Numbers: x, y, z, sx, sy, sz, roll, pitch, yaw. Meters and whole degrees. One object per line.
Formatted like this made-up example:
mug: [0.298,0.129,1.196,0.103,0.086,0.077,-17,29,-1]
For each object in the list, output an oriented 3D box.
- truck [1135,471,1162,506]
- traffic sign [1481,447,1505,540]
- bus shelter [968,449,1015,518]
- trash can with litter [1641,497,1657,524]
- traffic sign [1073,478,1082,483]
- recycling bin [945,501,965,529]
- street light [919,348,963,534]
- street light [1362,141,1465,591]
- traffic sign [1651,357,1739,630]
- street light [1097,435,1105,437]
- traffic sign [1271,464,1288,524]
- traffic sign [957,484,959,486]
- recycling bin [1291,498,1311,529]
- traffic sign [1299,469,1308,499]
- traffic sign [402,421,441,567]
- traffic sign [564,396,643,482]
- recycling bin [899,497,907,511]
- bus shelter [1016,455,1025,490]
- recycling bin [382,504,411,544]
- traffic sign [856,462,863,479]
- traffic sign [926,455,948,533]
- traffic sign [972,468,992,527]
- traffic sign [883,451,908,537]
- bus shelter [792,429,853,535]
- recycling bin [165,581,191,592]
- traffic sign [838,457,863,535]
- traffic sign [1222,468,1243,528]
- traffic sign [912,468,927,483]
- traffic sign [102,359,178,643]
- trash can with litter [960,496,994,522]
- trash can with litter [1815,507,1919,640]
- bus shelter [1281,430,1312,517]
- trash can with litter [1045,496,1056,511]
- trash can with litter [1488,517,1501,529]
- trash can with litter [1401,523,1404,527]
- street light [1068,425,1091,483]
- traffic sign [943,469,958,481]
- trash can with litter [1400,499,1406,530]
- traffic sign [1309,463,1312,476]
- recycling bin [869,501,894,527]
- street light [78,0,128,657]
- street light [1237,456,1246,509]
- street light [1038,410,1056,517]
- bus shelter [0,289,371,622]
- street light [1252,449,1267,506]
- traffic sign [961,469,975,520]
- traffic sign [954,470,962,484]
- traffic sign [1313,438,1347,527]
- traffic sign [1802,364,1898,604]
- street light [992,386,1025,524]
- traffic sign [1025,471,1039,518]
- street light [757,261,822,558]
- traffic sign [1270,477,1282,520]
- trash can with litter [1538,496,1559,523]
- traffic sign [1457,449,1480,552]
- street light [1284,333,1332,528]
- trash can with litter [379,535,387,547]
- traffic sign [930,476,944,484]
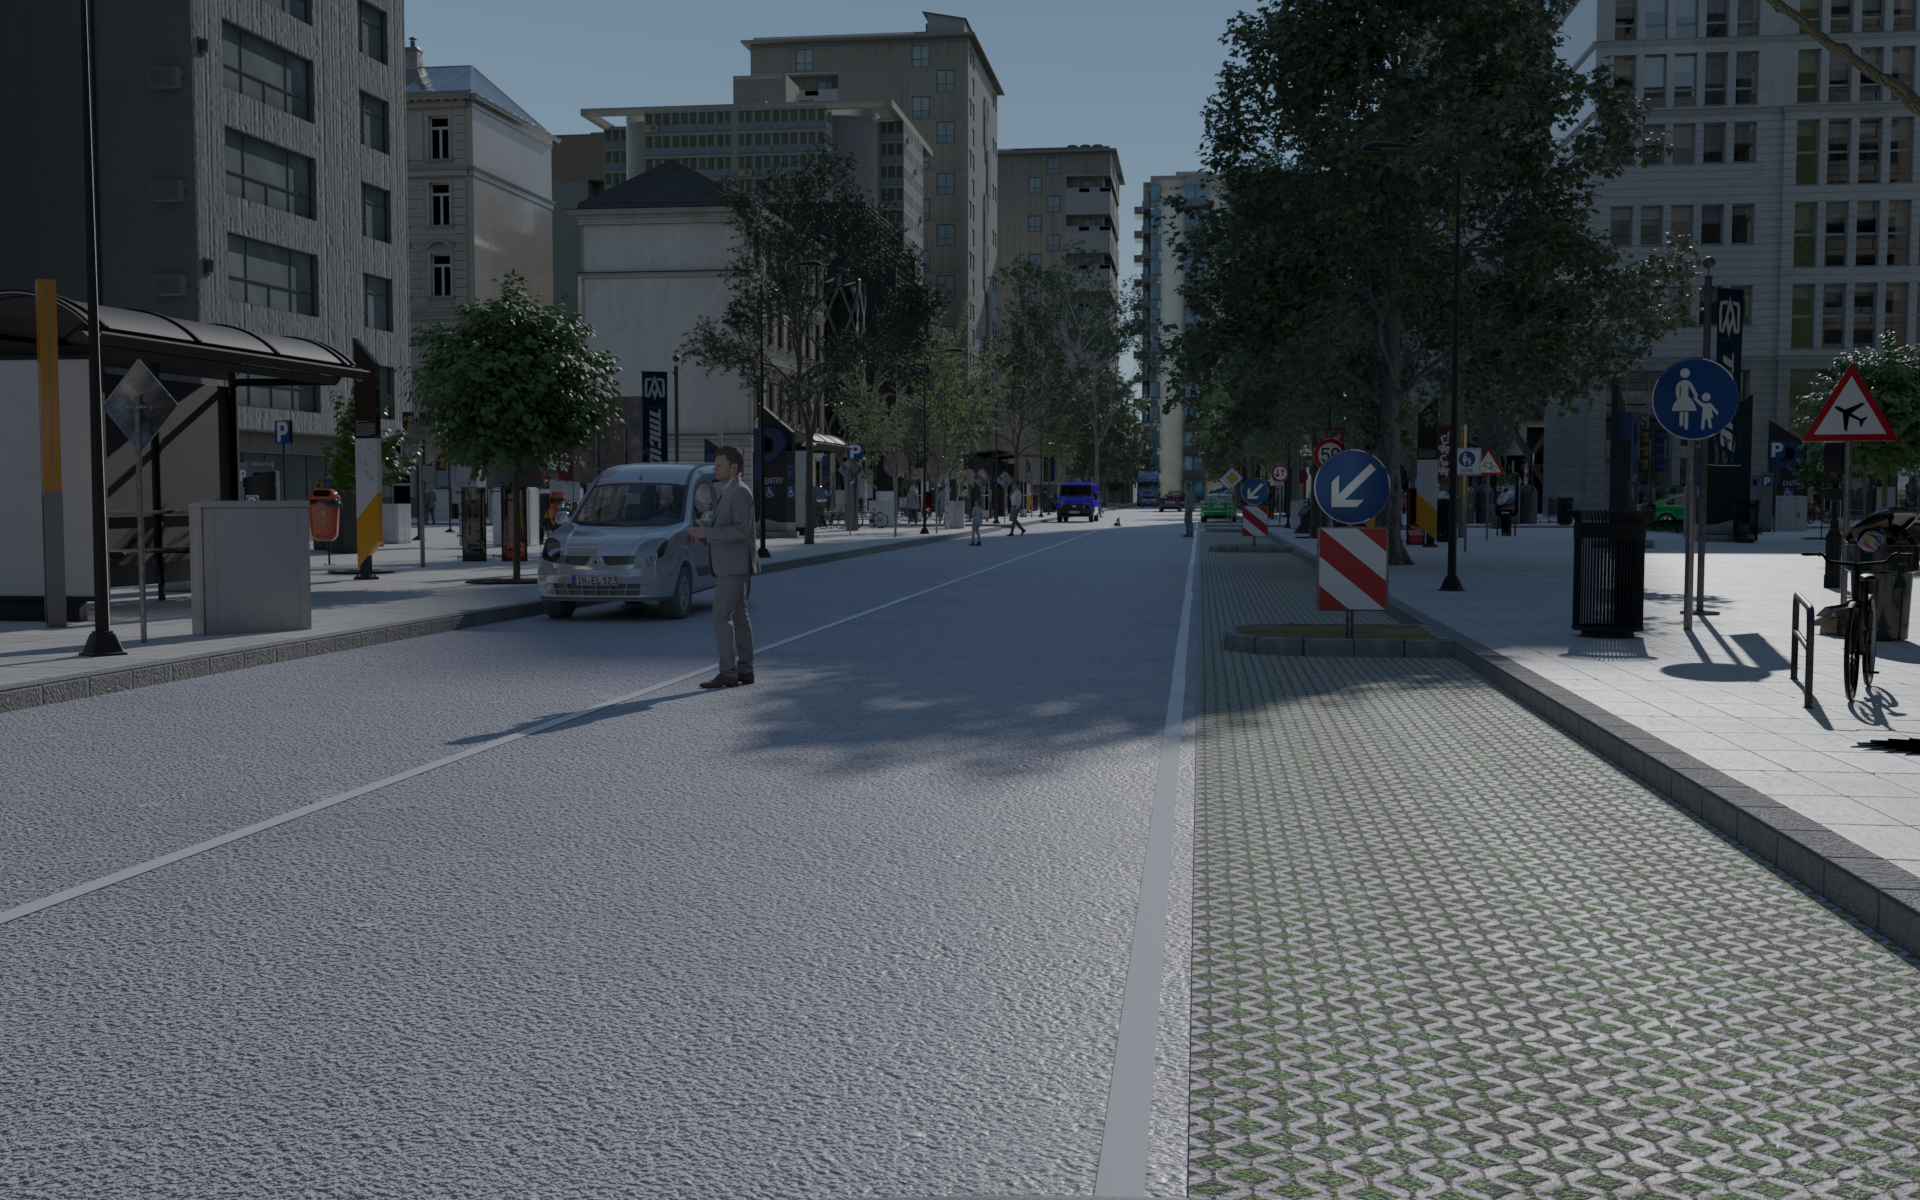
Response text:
truck: [23.000,-13.374,208.416,2.967,4.110,18.799,1,4,9]
traffic sign: [14.620,-2.935,47.988,0.884,2.594,0.081,1,4,15]
bus shelter: [1.660,-6.303,94.340,1.731,3.624,6.357,0,4,8]
trash can with litter: [25.280,-3.151,62.898,1.055,1.170,0.624,2,4,23]
traffic sign: [9.407,-8.487,138.875,0.768,2.556,0.104,1,4,10]
recycling bin: [-0.193,-3.188,64.675,0.722,1.027,0.722,0,4,2]
street light: [-0.600,-5.064,55.345,1.470,5.913,1.316,0,4,8]
street light: [5.989,-3.079,22.889,1.470,5.913,1.316,0,4,8]
traffic sign: [6.871,-0.989,16.272,0.768,2.556,0.104,1,4,10]
street light: [10.802,-10.074,137.245,1.470,5.913,1.316,0,4,8]
traffic sign: [13.530,-4.471,73.214,0.768,2.556,0.104,1,4,15]
traffic sign: [-0.245,-5.784,95.759,0.795,2.450,0.064,1,4,11]
recycling bin: [12.568,-3.099,63.225,0.722,1.027,0.722,-2,4,-33]
traffic sign: [17.228,-5.358,87.707,0.768,2.556,0.104,1,4,10]
traffic sign: [-9.413,-1.845,30.268,0.768,2.556,0.104,1,4,13]
traffic sign: [-7.293,-2.589,36.199,2.265,3.308,0.079,1,4,17]
recycling bin: [-4.013,-7.070,128.141,0.722,1.027,0.722,-2,4,-33]
bus shelter: [2.697,-6.868,103.576,1.731,3.624,6.357,0,4,8]
recycling bin: [-14.722,-1.978,44.892,0.722,1.027,0.722,1,4,12]
traffic sign: [-4.119,-4.079,66.805,0.768,2.556,0.104,1,4,16]
traffic sign: [-0.762,-3.449,56.502,0.768,2.556,0.104,1,4,17]
traffic sign: [0.835,-3.865,66.831,0.795,2.450,0.064,0,4,8]
traffic sign: [-1.920,-3.136,51.373,0.768,2.556,0.104,1,4,15]
bus shelter: [-4.988,-3.804,56.126,2.014,3.302,5.546,0,4,8]
recycling bin: [-10.142,-0.638,22.979,0.722,1.027,0.722,0,4,-2]
traffic sign: [-3.418,-3.224,53.894,0.795,2.450,0.064,1,4,11]
traffic sign: [10.287,-3.784,65.504,0.795,2.450,0.064,0,4,8]
traffic sign: [-1.998,-5.185,84.874,0.768,2.556,0.104,1,4,13]
traffic sign: [-7.038,-0.837,14.870,0.795,2.450,0.064,1,4,17]
trash can with litter: [0.664,-4.159,79.057,2.233,1.210,1.678,-1,4,-22]
trash can with litter: [8.015,-0.248,15.442,0.624,1.170,1.055,0,4,-8]
bus shelter: [19.258,-7.434,99.173,2.179,5.291,8.768,0,4,8]
trash can with litter: [6.441,-6.776,122.179,0.624,1.170,1.055,-2,4,-29]
trash can with litter: [19.830,-3.207,63.816,0.624,1.170,1.055,-1,4,-16]
trash can with litter: [15.986,-3.246,64.462,1.055,1.170,0.624,1,4,21]
street light: [7.804,-8.768,115.890,1.470,5.913,1.316,0,4,8]
traffic sign: [-0.497,-5.453,89.269,0.768,2.556,0.104,1,4,12]
trash can with litter: [15.149,-3.075,61.342,2.233,1.210,1.678,-3,5,-42]
traffic sign: [13.334,-3.927,64.308,0.768,2.556,0.104,1,4,14]
recycling bin: [-3.059,-3.350,67.328,0.722,1.027,0.722,3,4,36]
street light: [-6.292,-2.508,13.541,1.470,5.913,1.316,0,4,8]
street light: [14.424,-6.862,84.733,1.470,5.913,1.316,0,4,8]
street light: [5.006,-7.503,95.211,1.470,5.913,1.316,0,4,8]
bus shelter: [-9.002,-1.587,19.878,2.014,3.302,5.546,0,4,8]
street light: [11.756,-5.641,64.779,1.470,5.913,1.316,0,4,8]
traffic sign: [0.398,-5.329,87.228,0.768,2.556,0.104,1,4,14]
traffic sign: [-0.219,-5.645,92.402,0.768,2.556,0.104,1,4,10]
traffic sign: [8.416,-2.405,39.427,0.768,2.556,0.104,1,4,9]
traffic sign: [8.950,-1.069,17.476,0.884,2.594,0.081,1,4,12]
street light: [2.110,-6.238,74.533,1.470,5.913,1.316,0,4,8]
traffic sign: [3.910,-5.767,94.393,0.768,2.556,0.104,1,4,9]
street light: [-3.439,-3.800,34.672,1.470,5.913,1.316,0,4,8]
traffic sign: [15.691,-5.127,85.948,0.606,2.300,0.079,1,4,16]
trash can with litter: [26.027,-4.040,77.111,2.233,1.210,1.678,-1,4,-8]
traffic sign: [11.249,-2.225,38.503,0.606,2.300,0.079,1,4,10]
street light: [8.770,-4.352,43.691,1.470,5.913,1.316,0,4,8]
trash can with litter: [-14.370,-1.862,41.830,0.624,1.170,1.055,1,4,14]
traffic sign: [-1.200,-5.482,89.736,0.768,2.556,0.104,1,4,16]
